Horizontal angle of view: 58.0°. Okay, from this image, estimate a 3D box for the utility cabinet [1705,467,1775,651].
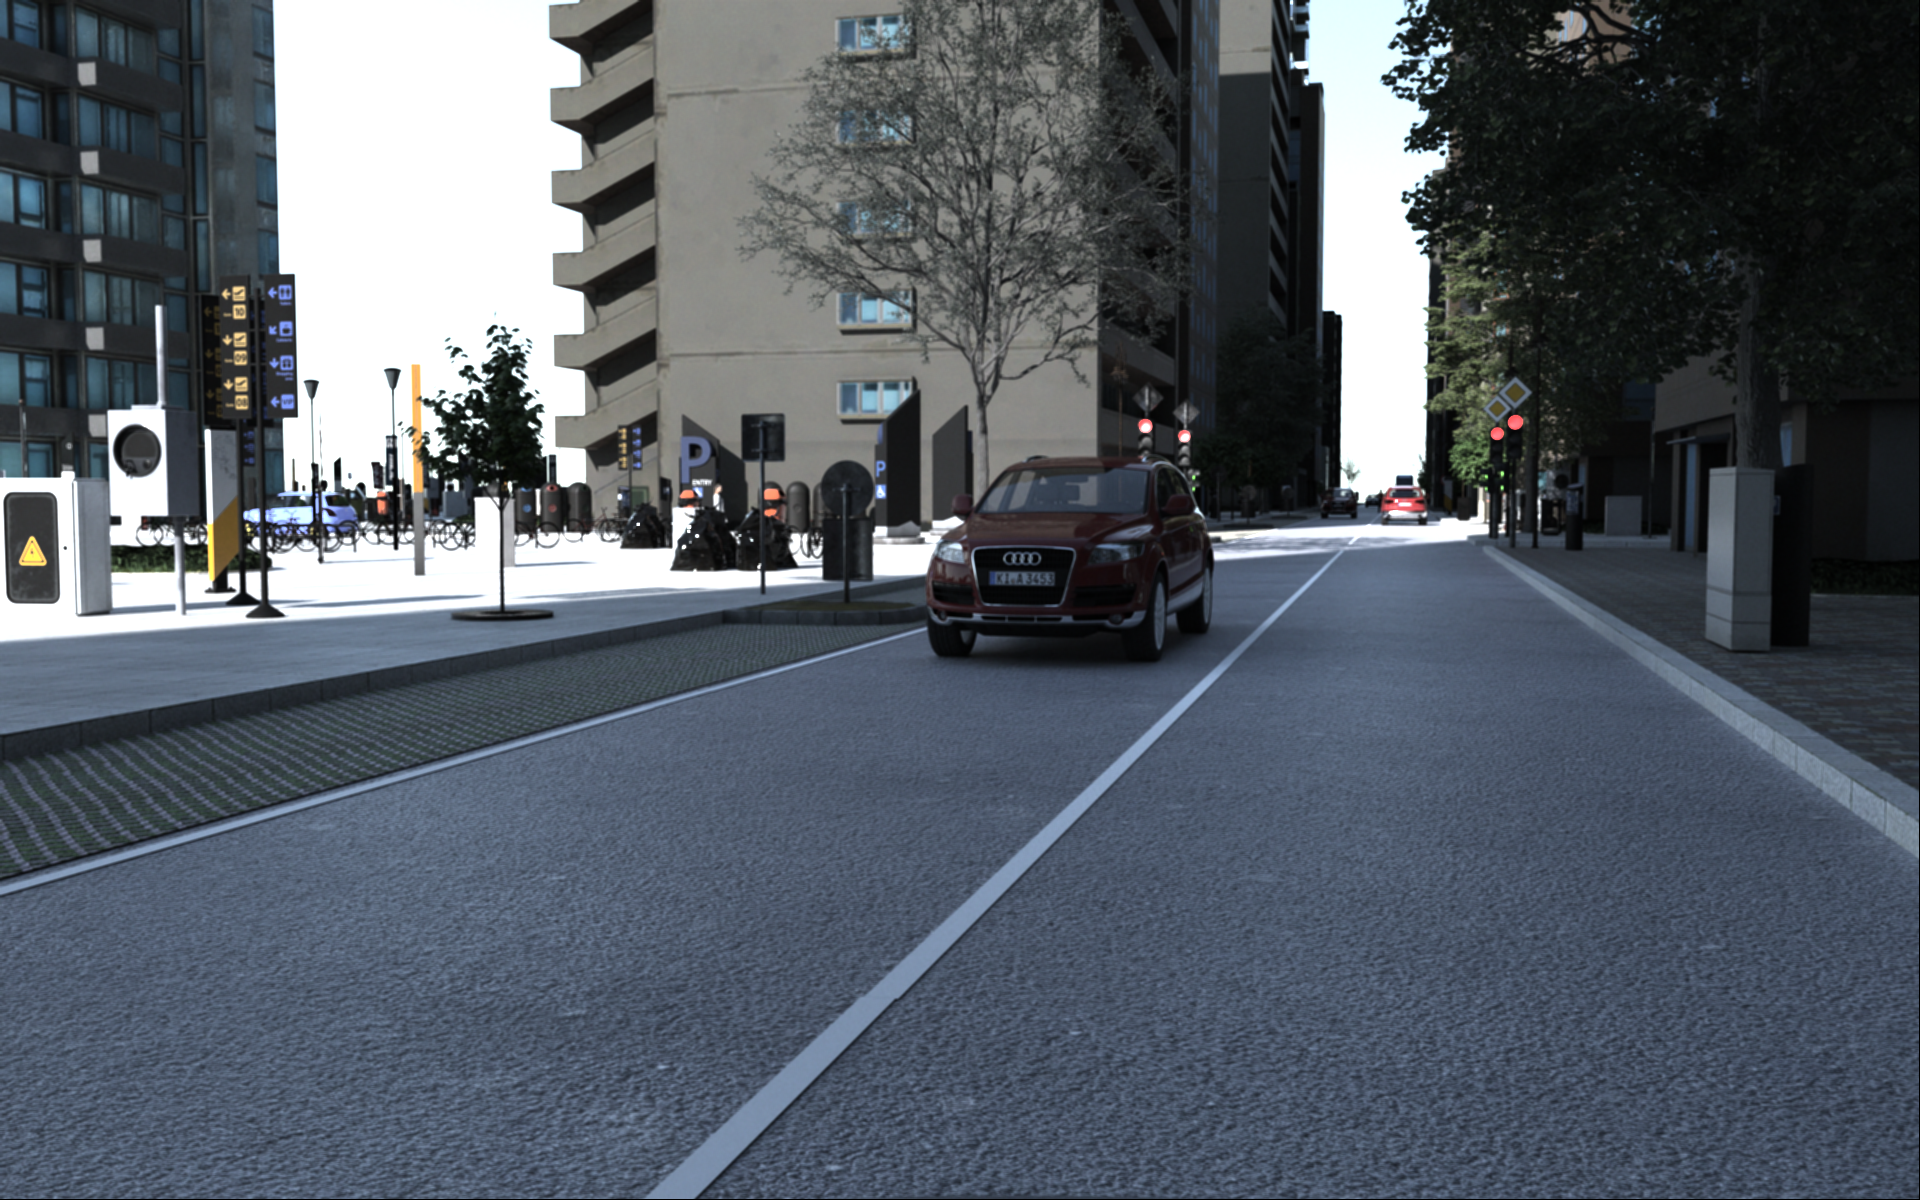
[{"bbox_3d":[6.516,-0.354,14.465,0.318,1.500,1.173,1,4,14],"label":"utility cabinet"}]

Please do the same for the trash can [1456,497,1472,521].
[{"bbox_3d":[24.154,-4.366,83.038,0.748,1.137,0.748,0,3,0],"label":"trash can"}]

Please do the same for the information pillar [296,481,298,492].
[{"bbox_3d":[-37.898,-5.762,98.695,0.304,2.012,0.304,-2,4,-24],"label":"information pillar"}]

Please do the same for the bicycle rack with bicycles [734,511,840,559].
[{"bbox_3d":[-3.214,-1.372,35.818,2.852,0.926,2.925,2,4,28],"label":"bicycle rack with bicycles"}]

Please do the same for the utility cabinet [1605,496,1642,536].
[{"bbox_3d":[20.188,-2.541,52.709,1.020,1.237,0.306,1,4,9],"label":"utility cabinet"}]

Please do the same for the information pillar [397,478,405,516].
[{"bbox_3d":[-26.383,-4.723,81.719,0.304,2.012,0.304,1,4,23],"label":"information pillar"}]

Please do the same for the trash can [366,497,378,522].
[{"bbox_3d":[-27.328,-4.225,80.732,0.748,1.137,0.748,0,3,0],"label":"trash can"}]

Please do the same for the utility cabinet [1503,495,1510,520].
[{"bbox_3d":[26.747,-4.480,84.404,0.306,1.237,1.020,0,4,3],"label":"utility cabinet"}]

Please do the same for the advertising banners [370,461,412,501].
[{"bbox_3d":[-30.408,-5.897,92.601,2.074,3.025,0.090,-1,4,-21],"label":"advertising banners"}]

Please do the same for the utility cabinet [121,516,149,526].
[{"bbox_3d":[-33.067,-3.564,69.436,1.020,1.237,0.306,0,4,6],"label":"utility cabinet"}]

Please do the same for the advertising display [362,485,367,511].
[{"bbox_3d":[-44.245,-7.521,128.187,0.123,1.923,0.974,1,4,13],"label":"advertising display"}]

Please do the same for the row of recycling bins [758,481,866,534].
[{"bbox_3d":[-4.838,-3.036,56.759,3.534,1.692,1.069,-1,4,-11],"label":"row of recycling bins"}]

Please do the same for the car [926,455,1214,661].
[{"bbox_3d":[1.201,-0.491,16.696,2.281,1.827,5.304,1,4,15],"label":"car"}]

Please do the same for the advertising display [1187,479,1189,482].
[{"bbox_3d":[8.613,-3.730,66.196,0.123,1.923,0.974,1,4,20],"label":"advertising display"}]

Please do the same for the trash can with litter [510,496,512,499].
[{"bbox_3d":[-29.514,-6.251,113.259,2.233,1.210,1.678,-1,4,-9],"label":"trash can with litter"}]

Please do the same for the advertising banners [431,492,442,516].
[{"bbox_3d":[-30.252,-6.340,99.845,2.074,3.025,0.090,-3,5,-41],"label":"advertising banners"}]

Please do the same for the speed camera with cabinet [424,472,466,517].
[{"bbox_3d":[-28.484,-6.185,95.455,2.038,3.252,0.660,-3,4,-37],"label":"speed camera with cabinet"}]

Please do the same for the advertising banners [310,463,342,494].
[{"bbox_3d":[-35.750,-6.228,98.014,0.090,3.025,2.074,3,5,45],"label":"advertising banners"}]

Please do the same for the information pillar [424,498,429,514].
[{"bbox_3d":[-34.731,-7.410,112.514,0.504,3.616,0.183,1,4,16],"label":"information pillar"}]

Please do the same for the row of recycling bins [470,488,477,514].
[{"bbox_3d":[-25.937,-5.367,94.858,1.069,1.692,3.534,0,4,1],"label":"row of recycling bins"}]

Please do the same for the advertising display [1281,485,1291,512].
[{"bbox_3d":[23.454,-7.297,124.527,0.974,1.923,0.123,-3,5,-41],"label":"advertising display"}]

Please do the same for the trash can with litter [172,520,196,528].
[{"bbox_3d":[-29.286,-3.290,65.180,0.624,1.170,1.055,1,4,19],"label":"trash can with litter"}]

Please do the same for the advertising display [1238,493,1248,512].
[{"bbox_3d":[20.133,-7.183,122.654,0.974,1.923,0.123,3,4,39],"label":"advertising display"}]

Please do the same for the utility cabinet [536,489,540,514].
[{"bbox_3d":[-18.798,-4.247,78.114,1.173,1.500,0.318,0,4,7],"label":"utility cabinet"}]

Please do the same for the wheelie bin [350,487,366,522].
[{"bbox_3d":[-27.507,-4.348,78.998,0.693,1.594,0.980,0,4,-5],"label":"wheelie bin"}]

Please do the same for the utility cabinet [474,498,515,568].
[{"bbox_3d":[-8.206,-1.189,30.596,0.306,1.237,1.020,-3,5,-40],"label":"utility cabinet"}]

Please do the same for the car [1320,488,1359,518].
[{"bbox_3d":[22.702,-5.806,103.603,2.281,1.827,5.304,1,4,14],"label":"car"}]

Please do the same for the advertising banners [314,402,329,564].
[{"bbox_3d":[-12.042,-2.227,32.605,0.090,3.025,2.074,-1,4,-18],"label":"advertising banners"}]

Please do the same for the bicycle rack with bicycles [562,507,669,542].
[{"bbox_3d":[-9.004,-2.054,46.958,2.925,0.926,2.852,0,4,7],"label":"bicycle rack with bicycles"}]

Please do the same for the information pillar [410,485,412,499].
[{"bbox_3d":[-43.281,-8.052,136.147,0.304,2.012,0.304,1,4,15],"label":"information pillar"}]

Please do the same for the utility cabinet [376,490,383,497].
[{"bbox_3d":[-33.311,-5.549,99.403,0.318,1.500,1.173,-1,4,-22],"label":"utility cabinet"}]

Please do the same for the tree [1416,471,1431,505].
[{"bbox_3d":[57.054,-13.875,210.571,4.285,4.588,4.351,0,3,0],"label":"tree"}]

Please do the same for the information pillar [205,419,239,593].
[{"bbox_3d":[-9.593,-1.906,22.510,0.183,3.616,0.504,2,4,25],"label":"information pillar"}]

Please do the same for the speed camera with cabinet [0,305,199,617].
[{"bbox_3d":[-9.103,-1.461,18.227,2.038,3.252,0.660,1,4,11],"label":"speed camera with cabinet"}]

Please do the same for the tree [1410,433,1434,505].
[{"bbox_3d":[55.017,-15.430,202.640,4.360,8.622,3.978,0,3,0],"label":"tree"}]

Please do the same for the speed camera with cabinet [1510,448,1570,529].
[{"bbox_3d":[21.225,-4.222,63.361,2.038,3.252,0.660,0,4,-7],"label":"speed camera with cabinet"}]

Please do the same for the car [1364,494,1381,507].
[{"bbox_3d":[44.727,-10.854,187.244,2.009,1.686,4.222,1,4,14],"label":"car"}]

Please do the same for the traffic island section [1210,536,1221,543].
[{"bbox_3d":[6.650,-1.781,51.392,2.009,0.180,2.903,1,4,14],"label":"traffic island section"}]

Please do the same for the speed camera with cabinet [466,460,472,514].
[{"bbox_3d":[-28.211,-6.356,98.258,0.660,3.252,2.038,-3,4,-36],"label":"speed camera with cabinet"}]

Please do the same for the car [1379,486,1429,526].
[{"bbox_3d":[20.570,-4.378,80.256,2.281,1.827,5.304,1,4,14],"label":"car"}]

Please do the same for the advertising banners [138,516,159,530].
[{"bbox_3d":[-28.949,-3.991,61.439,0.090,3.025,2.074,0,4,-1],"label":"advertising banners"}]

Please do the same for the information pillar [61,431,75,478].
[{"bbox_3d":[-33.216,-4.478,64.568,0.504,3.616,0.183,0,4,4],"label":"information pillar"}]

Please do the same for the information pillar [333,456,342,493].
[{"bbox_3d":[-37.920,-6.989,105.627,0.504,3.616,0.183,0,4,-4],"label":"information pillar"}]

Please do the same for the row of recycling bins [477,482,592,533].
[{"bbox_3d":[-14.049,-3.087,57.586,3.534,1.692,1.069,-2,4,-24],"label":"row of recycling bins"}]

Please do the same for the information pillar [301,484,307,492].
[{"bbox_3d":[-50.065,-7.812,132.214,0.304,2.012,0.304,0,4,-7],"label":"information pillar"}]

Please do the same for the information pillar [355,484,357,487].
[{"bbox_3d":[-42.760,-7.254,123.099,0.304,2.012,0.304,-3,5,-41],"label":"information pillar"}]

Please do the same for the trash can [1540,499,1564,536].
[{"bbox_3d":[18.271,-2.560,53.517,0.748,1.137,0.748,0,3,0],"label":"trash can"}]

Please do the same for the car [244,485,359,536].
[{"bbox_3d":[-20.455,-2.674,53.309,3.694,1.707,1.945,1,4,13],"label":"car"}]

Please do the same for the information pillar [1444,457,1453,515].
[{"bbox_3d":[29.454,-6.913,104.385,0.504,3.616,0.183,2,4,27],"label":"information pillar"}]

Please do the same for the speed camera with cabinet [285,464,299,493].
[{"bbox_3d":[-43.486,-7.347,114.451,2.038,3.252,0.660,1,4,10],"label":"speed camera with cabinet"}]

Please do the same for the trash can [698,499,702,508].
[{"bbox_3d":[-8.649,-2.702,55.830,0.748,1.137,0.748,0,3,0],"label":"trash can"}]
